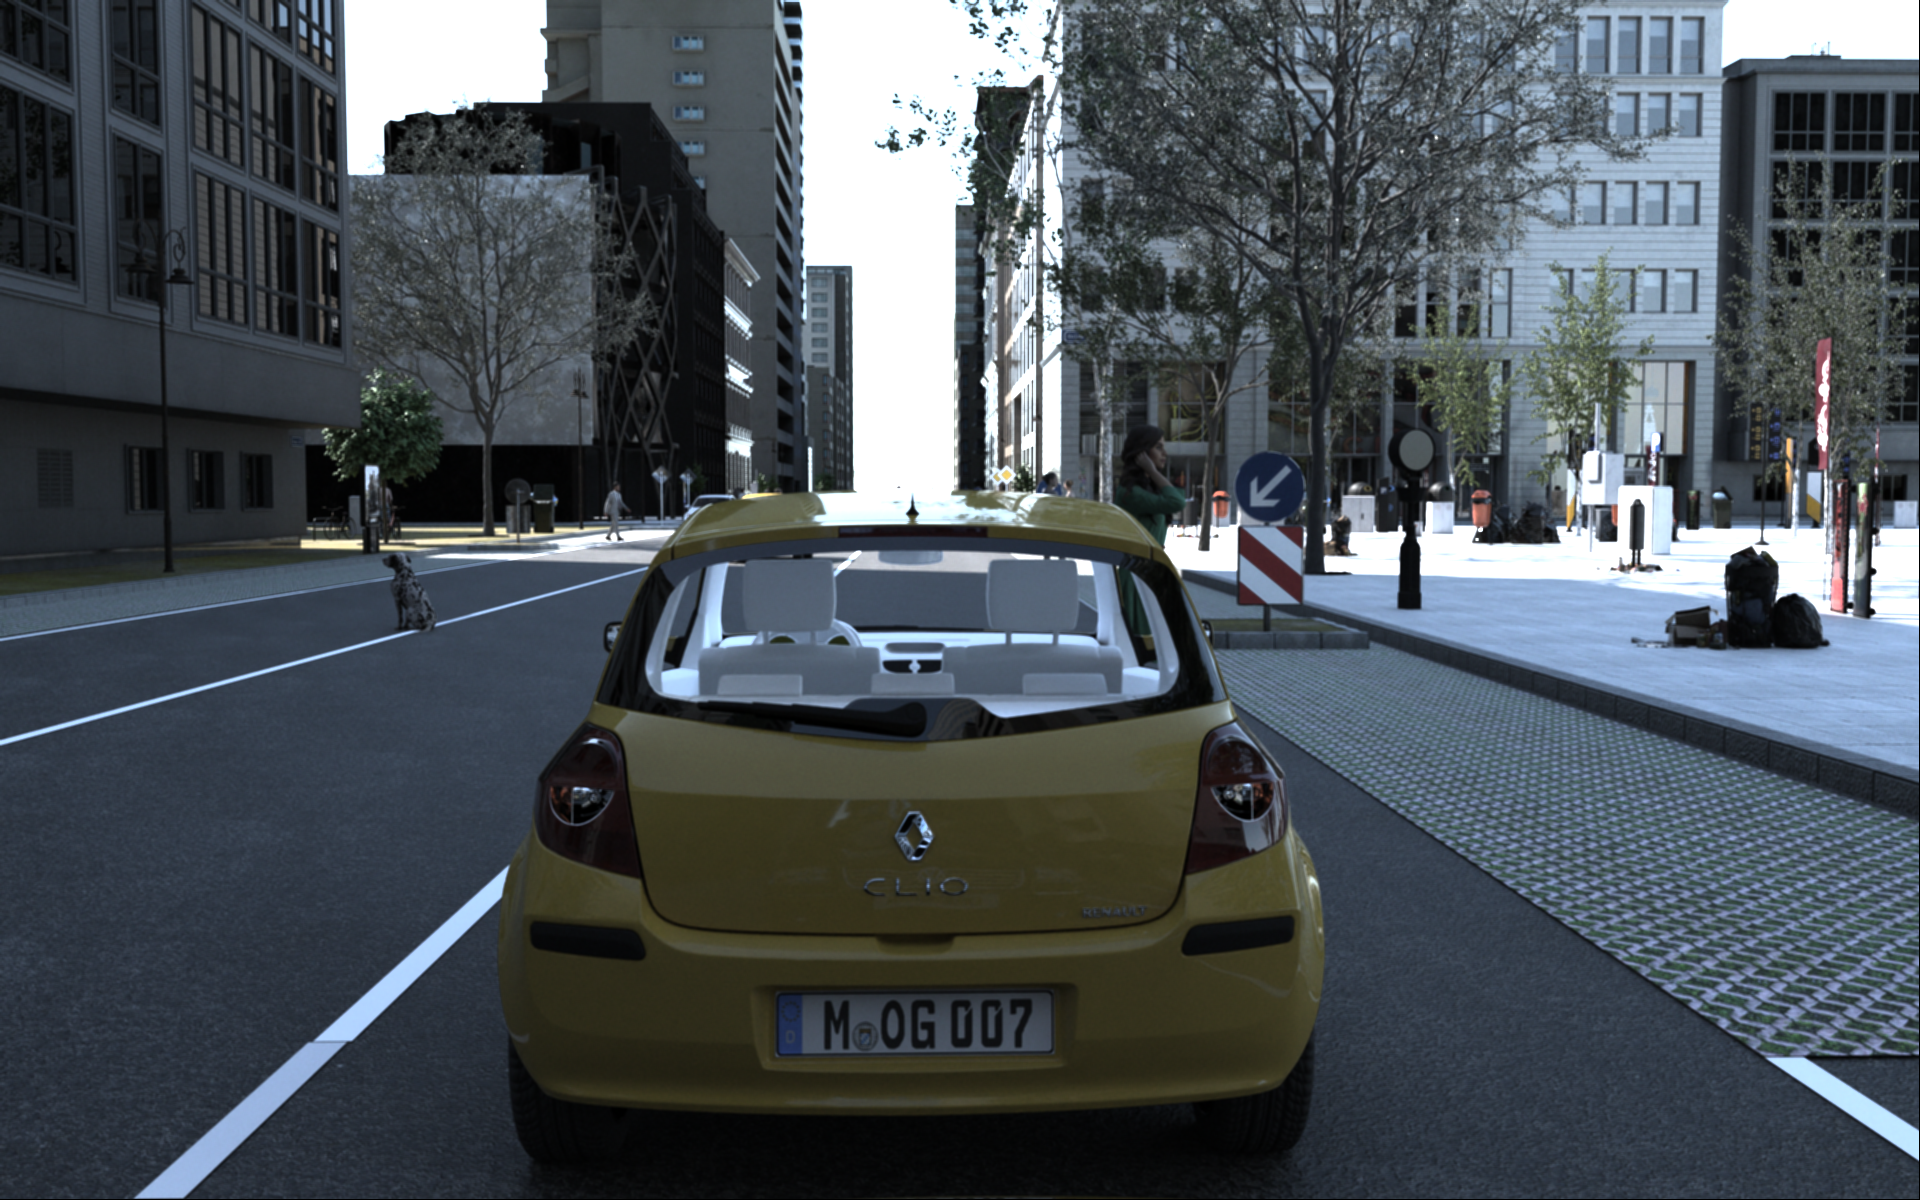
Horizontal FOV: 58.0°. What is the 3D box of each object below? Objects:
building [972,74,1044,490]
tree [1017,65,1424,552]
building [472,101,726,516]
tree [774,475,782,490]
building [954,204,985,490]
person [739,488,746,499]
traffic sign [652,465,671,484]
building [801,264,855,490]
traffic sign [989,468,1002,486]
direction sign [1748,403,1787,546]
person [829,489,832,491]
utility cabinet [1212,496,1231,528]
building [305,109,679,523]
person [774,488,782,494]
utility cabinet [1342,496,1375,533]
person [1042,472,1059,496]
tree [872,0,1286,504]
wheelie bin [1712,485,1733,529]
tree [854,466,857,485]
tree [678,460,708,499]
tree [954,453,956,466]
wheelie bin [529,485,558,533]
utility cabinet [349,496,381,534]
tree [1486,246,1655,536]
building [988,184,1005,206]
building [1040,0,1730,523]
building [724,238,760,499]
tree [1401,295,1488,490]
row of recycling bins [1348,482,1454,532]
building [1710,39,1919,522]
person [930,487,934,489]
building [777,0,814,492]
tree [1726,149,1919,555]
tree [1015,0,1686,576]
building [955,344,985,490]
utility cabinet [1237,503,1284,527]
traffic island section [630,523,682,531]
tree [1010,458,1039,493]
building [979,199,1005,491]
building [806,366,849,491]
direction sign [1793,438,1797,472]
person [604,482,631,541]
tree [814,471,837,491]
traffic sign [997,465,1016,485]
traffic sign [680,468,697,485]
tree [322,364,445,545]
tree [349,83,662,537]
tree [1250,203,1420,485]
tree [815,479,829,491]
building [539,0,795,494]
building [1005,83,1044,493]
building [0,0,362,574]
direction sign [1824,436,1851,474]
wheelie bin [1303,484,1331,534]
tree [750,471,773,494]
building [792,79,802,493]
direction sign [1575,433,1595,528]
[{"bbox_3d":[12.557,-32.439,185.005,22.147,44.769,28.867,0,4,-1],"label":"building"},{"bbox_3d":[5.465,-6.333,37.959,8.767,10.594,7.601,-1,4,-8],"label":"tree"},{"bbox_3d":[-21.491,-16.922,106.345,12.332,23.373,15.834,0,4,-1],"label":"building"},{"bbox_3d":[-16.231,-9.479,149.576,1.663,3.219,1.824,0,3,0],"label":"tree"},{"bbox_3d":[6.176,-34.409,246.175,14.154,41.232,14.086,0,4,-1],"label":"building"},{"bbox_3d":[-11.696,-5.137,93.063,0.480,1.755,0.524,-2,4,-32],"label":"person"},{"bbox_3d":[-11.905,-4.088,69.031,0.795,2.593,0.064,0,4,-1],"label":"traffic sign"},{"bbox_3d":[-25.664,-37.720,300.310,14.154,41.232,14.086,0,4,-1],"label":"building"},{"bbox_3d":[1.709,-4.594,77.300,0.795,2.593,0.064,0,4,-1],"label":"traffic sign"},{"bbox_3d":[19.952,-3.119,42.991,0.876,3.537,0.379,-1,4,-14],"label":"direction sign"},{"bbox_3d":[-9.512,-7.186,126.252,0.793,1.790,0.793,0,4,-6],"label":"person"},{"bbox_3d":[9.990,-3.373,66.312,0.306,1.237,1.020,2,4,35],"label":"utility cabinet"},{"bbox_3d":[-22.504,-13.280,84.582,16.820,18.784,16.811,0,4,-1],"label":"building"},{"bbox_3d":[-5.099,-2.334,48.473,0.589,1.601,0.330,3,5,44],"label":"person"},{"bbox_3d":[13.039,-2.788,56.742,1.020,1.237,0.306,2,4,29],"label":"utility cabinet"},{"bbox_3d":[1.533,-1.164,27.867,0.374,1.781,0.599,-2,4,-35],"label":"person"},{"bbox_3d":[3.858,-12.277,56.614,12.611,20.169,13.585,0,3,0],"label":"tree"},{"bbox_3d":[27.770,-3.376,63.112,0.693,1.594,0.980,1,4,18],"label":"wheelie bin"},{"bbox_3d":[-20.298,-22.080,311.361,4.737,8.622,4.395,0,3,0],"label":"tree"},{"bbox_3d":[-14.862,-6.287,97.387,1.663,3.219,1.824,0,3,0],"label":"tree"},{"bbox_3d":[1.034,-17.461,235.851,4.360,8.622,3.978,0,3,0],"label":"tree"},{"bbox_3d":[-13.762,-3.015,57.203,0.980,1.594,0.693,0,4,-6],"label":"wheelie bin"},{"bbox_3d":[-18.902,-2.691,55.160,1.020,1.237,0.306,0,3,0],"label":"utility cabinet"},{"bbox_3d":[18.836,-6.244,52.445,4.737,8.622,4.395,0,3,0],"label":"tree"},{"bbox_3d":[9.606,-23.989,163.924,14.160,30.474,14.107,0,4,-1],"label":"building"},{"bbox_3d":[19.090,-18.651,82.431,29.804,29.767,11.434,0,4,-1],"label":"building"},{"bbox_3d":[-21.170,-17.656,124.839,11.583,22.565,21.152,0,4,-1],"label":"building"},{"bbox_3d":[18.463,-6.945,63.918,4.737,8.622,4.395,0,3,0],"label":"tree"},{"bbox_3d":[15.047,-3.188,59.236,3.534,1.692,1.069,0,4,5],"label":"row of recycling bins"},{"bbox_3d":[48.983,-16.240,84.593,30.058,24.678,14.314,0,4,-1],"label":"building"},{"bbox_3d":[-1.410,-4.688,85.332,0.728,1.800,0.709,1,4,10],"label":"person"},{"bbox_3d":[-28.192,-54.484,203.486,22.319,86.520,31.000,0,4,-1],"label":"building"},{"bbox_3d":[18.148,-5.256,36.292,4.360,8.622,3.978,0,3,0],"label":"tree"},{"bbox_3d":[5.740,-7.144,27.167,12.009,13.543,11.850,0,3,0],"label":"tree"},{"bbox_3d":[13.539,-22.601,214.573,27.650,21.520,28.899,0,4,-1],"label":"building"},{"bbox_3d":[6.751,-1.695,38.873,1.020,1.237,0.306,-1,4,-8],"label":"utility cabinet"},{"bbox_3d":[-11.928,-2.863,69.098,2.009,0.180,2.903,0,4,-1],"label":"traffic island section"},{"bbox_3d":[3.293,-5.957,92.003,1.663,3.219,1.824,0,3,0],"label":"tree"},{"bbox_3d":[8.114,-20.965,140.034,12.463,27.353,25.104,0,4,-1],"label":"building"},{"bbox_3d":[-32.295,-26.523,278.689,27.650,21.520,28.899,0,4,-1],"label":"building"},{"bbox_3d":[32.591,-4.683,68.562,0.876,3.537,0.379,2,4,28],"label":"direction sign"},{"bbox_3d":[-10.483,-2.683,52.648,0.850,1.792,0.678,2,4,27],"label":"person"},{"bbox_3d":[-17.917,-15.028,229.424,4.285,4.588,4.351,0,3,0],"label":"tree"},{"bbox_3d":[1.887,-4.106,69.317,0.795,2.593,0.064,0,4,-1],"label":"traffic sign"},{"bbox_3d":[-12.082,-4.576,77.014,0.795,2.593,0.064,0,4,-1],"label":"traffic sign"},{"bbox_3d":[-14.635,-3.691,44.070,4.285,4.588,4.351,0,3,0],"label":"tree"},{"bbox_3d":[-14.219,-8.651,51.811,12.009,13.543,11.850,0,3,0],"label":"tree"},{"bbox_3d":[9.507,-5.770,44.700,4.360,8.622,3.978,0,3,0],"label":"tree"},{"bbox_3d":[-18.170,-14.169,226.260,1.663,3.219,1.824,0,3,0],"label":"tree"},{"bbox_3d":[-27.095,-32.954,162.503,21.300,48.544,21.600,0,4,-1],"label":"building"},{"bbox_3d":[13.275,-18.717,110.533,19.350,26.468,34.151,0,4,-1],"label":"building"},{"bbox_3d":[-20.688,-14.357,28.249,14.314,27.812,24.014,0,4,-1],"label":"building"},{"bbox_3d":[34.075,-4.606,67.312,0.876,3.537,0.379,3,4,36],"label":"direction sign"},{"bbox_3d":[11.316,-2.897,55.280,0.980,1.594,0.693,0,4,2],"label":"wheelie bin"},{"bbox_3d":[-16.492,-9.041,142.429,1.663,3.219,1.824,0,3,0],"label":"tree"},{"bbox_3d":[-23.974,-32.442,180.542,14.600,45.320,14.200,0,4,-1],"label":"building"},{"bbox_3d":[23.379,-4.456,64.850,0.876,3.537,0.379,2,4,25],"label":"direction sign"}]
